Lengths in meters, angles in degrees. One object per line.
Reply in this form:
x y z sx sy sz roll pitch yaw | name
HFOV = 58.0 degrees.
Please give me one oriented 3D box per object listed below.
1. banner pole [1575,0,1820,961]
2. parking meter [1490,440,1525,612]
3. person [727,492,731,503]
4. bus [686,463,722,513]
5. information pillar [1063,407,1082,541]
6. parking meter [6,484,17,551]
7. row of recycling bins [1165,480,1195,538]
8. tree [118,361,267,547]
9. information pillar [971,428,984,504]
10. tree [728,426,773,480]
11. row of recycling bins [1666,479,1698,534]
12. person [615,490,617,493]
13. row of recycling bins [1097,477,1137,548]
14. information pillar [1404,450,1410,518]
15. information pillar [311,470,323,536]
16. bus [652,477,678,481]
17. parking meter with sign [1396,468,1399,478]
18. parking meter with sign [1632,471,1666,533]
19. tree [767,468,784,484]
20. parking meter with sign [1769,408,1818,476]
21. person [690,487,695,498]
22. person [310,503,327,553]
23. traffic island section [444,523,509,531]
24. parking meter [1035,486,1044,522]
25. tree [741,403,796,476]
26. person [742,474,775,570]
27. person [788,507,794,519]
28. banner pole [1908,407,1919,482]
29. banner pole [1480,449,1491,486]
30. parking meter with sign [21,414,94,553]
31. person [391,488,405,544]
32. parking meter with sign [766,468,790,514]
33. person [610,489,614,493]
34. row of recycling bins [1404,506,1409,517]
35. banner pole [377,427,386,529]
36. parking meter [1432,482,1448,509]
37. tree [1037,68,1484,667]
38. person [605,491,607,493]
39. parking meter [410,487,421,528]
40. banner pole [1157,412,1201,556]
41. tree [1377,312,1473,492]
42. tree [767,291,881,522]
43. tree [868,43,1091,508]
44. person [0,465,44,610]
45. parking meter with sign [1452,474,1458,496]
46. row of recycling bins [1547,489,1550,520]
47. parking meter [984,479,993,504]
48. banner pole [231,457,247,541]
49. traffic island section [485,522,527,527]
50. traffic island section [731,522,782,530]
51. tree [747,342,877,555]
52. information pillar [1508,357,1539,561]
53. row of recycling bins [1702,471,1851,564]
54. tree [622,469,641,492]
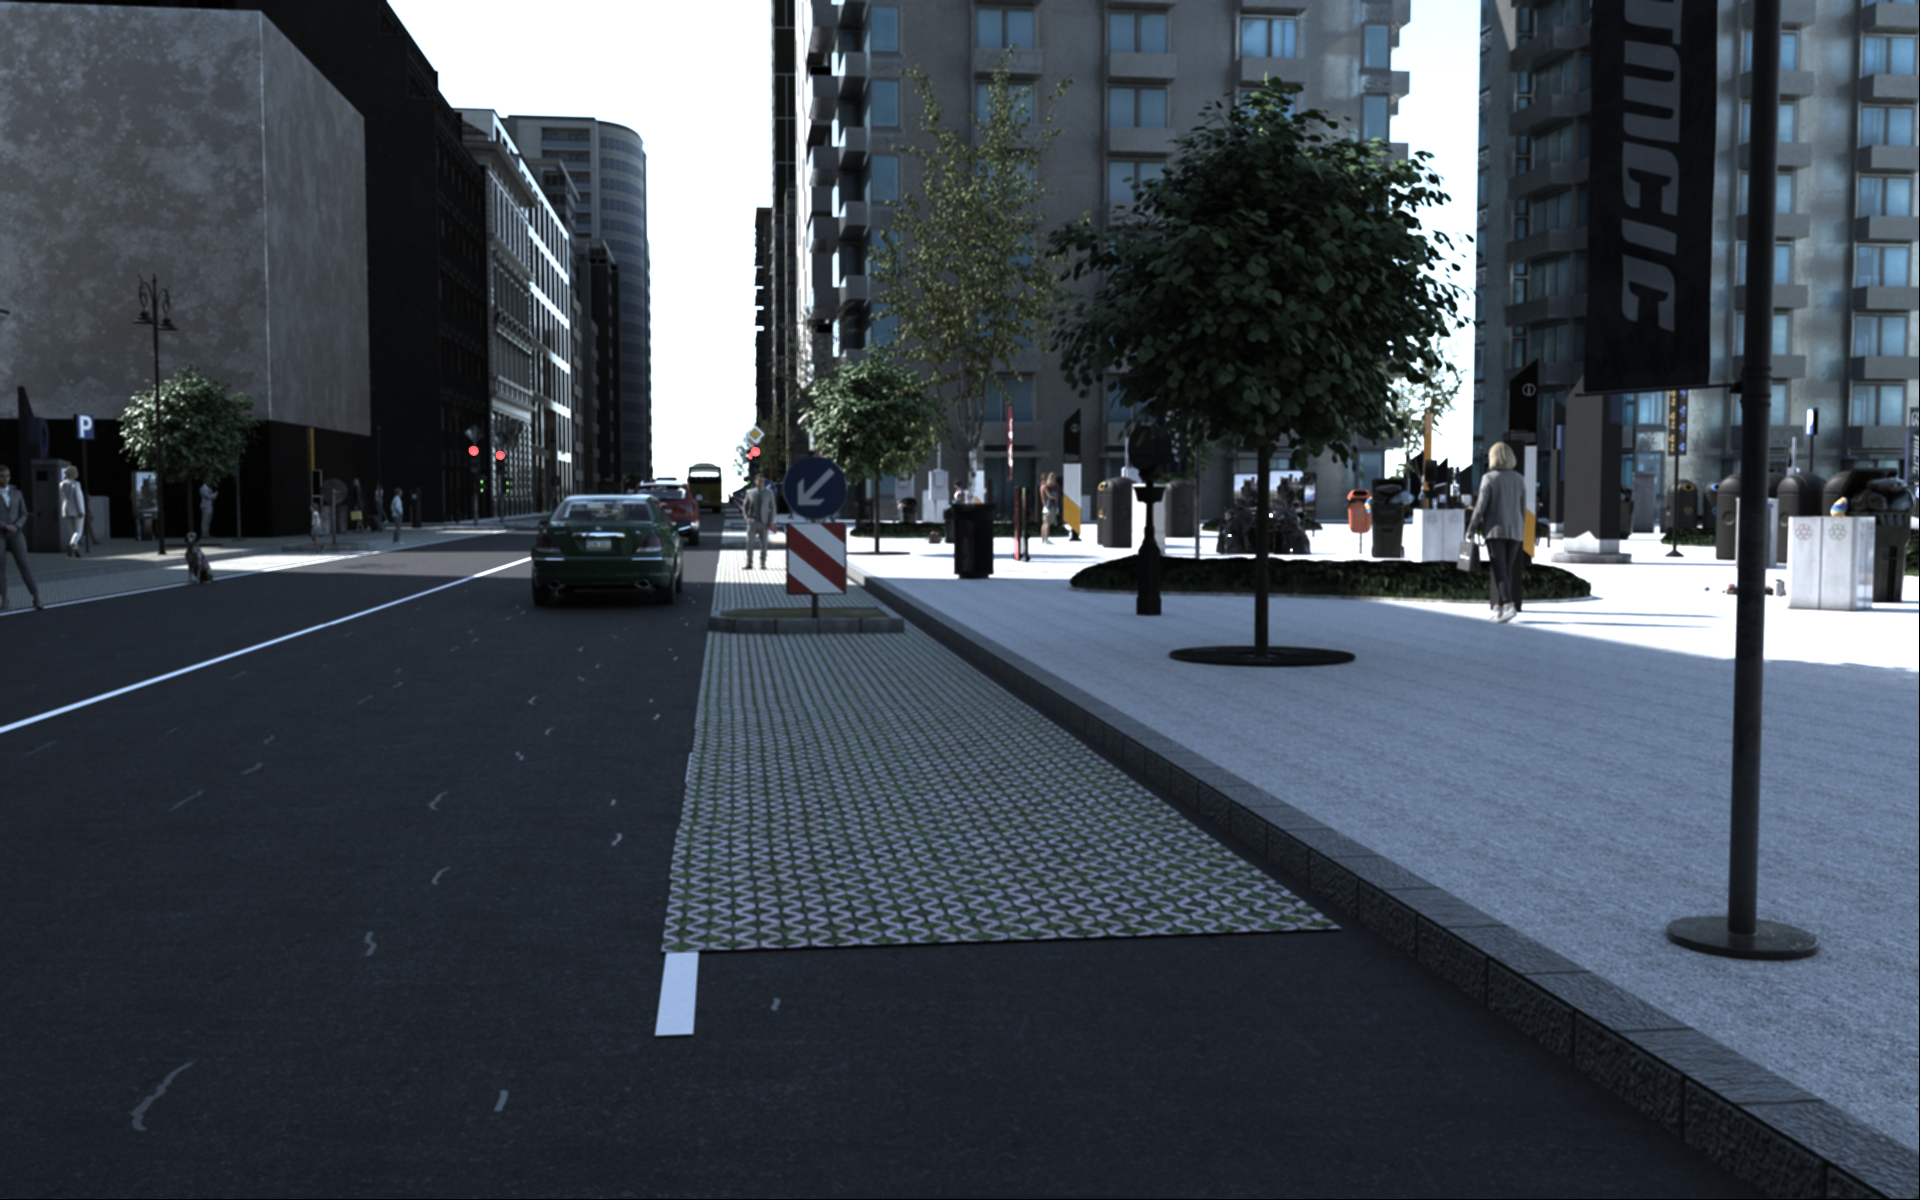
2.131 -0.919 5.045 0.401 3.779 0.863 -2 4 -27 | banner pole
5.987 -0.810 18.950 0.255 1.863 0.399 0 3 0 | parking meter
-36.671 -16.298 274.904 0.705 1.831 1.348 -3 4 -37 | person
-19.985 -8.811 135.602 2.896 3.916 12.252 -1 4 -9 | bus
3.060 -3.404 47.010 0.504 3.616 0.183 2 4 23 | information pillar
-21.325 -1.859 38.809 0.372 1.533 0.369 0 3 0 | parking meter
6.656 -2.767 52.347 1.069 1.692 3.534 1 4 12 | row of recycling bins
-18.974 -3.616 42.843 4.285 4.588 4.351 0 3 0 | tree
0.639 -4.256 60.946 0.504 3.616 0.183 -2 4 -30 | information pillar
-28.470 -18.617 238.791 7.601 10.594 8.767 0 4 -6 | tree
21.479 -2.505 48.067 3.534 1.692 1.069 2 4 29 | row of recycling bins
-37.334 -11.103 188.266 1.217 1.739 0.721 2 4 25 | person
3.938 -2.181 42.765 1.069 1.692 3.534 0 4 2 | row of recycling bins
23.542 -6.102 91.120 0.183 3.616 0.504 0 4 -6 | information pillar
-19.461 -2.931 52.420 0.304 2.012 0.304 -1 4 -18 | information pillar
-30.364 -11.242 178.672 2.948 3.499 13.247 -1 4 -8 | bus
30.035 -7.310 115.773 1.738 3.016 0.543 2 4 30 | parking meter with sign
22.535 -3.714 56.985 1.738 3.016 0.543 2 4 31 | parking meter with sign
-13.837 -8.202 128.701 1.663 3.219 1.824 0 3 0 | tree
16.468 -2.392 35.362 1.738 3.016 0.543 1 4 13 | parking meter with sign
-15.495 -5.596 99.970 0.573 1.828 0.580 0 4 -8 | person
-15.487 -1.730 41.800 0.382 1.210 0.505 -1 4 -16 | person
-19.172 -2.829 68.535 2.009 0.180 2.903 0 4 -8 | traffic island section
2.632 -2.937 56.438 0.372 1.533 0.369 0 3 0 | parking meter
-15.377 -11.590 139.865 4.737 8.622 4.395 0 3 0 | tree
-3.814 -1.480 32.800 0.635 1.810 0.391 0 4 -5 | person
-8.684 -5.103 89.480 0.555 1.821 0.388 0 4 0 | person
24.485 -3.305 44.049 0.863 3.779 0.401 0 4 -6 | banner pole
29.153 -6.491 96.152 0.863 3.779 0.401 2 4 30 | banner pole
-19.901 -2.550 37.958 1.738 3.016 0.543 1 4 10 | parking meter with sign
-15.953 -2.376 49.156 0.330 1.601 0.589 -2 4 -24 | person
-11.899 -7.208 114.112 1.738 3.016 0.543 0 4 -1 | parking meter with sign
-36.424 -10.694 180.970 0.705 1.814 1.350 2 4 26 | person
24.311 -5.592 98.539 1.069 1.692 3.534 -1 4 -21 | row of recycling bins
-21.495 -4.535 64.167 0.401 3.779 0.863 -1 4 -22 | banner pole
10.467 -1.805 37.915 0.372 1.533 0.369 0 3 0 | parking meter
2.433 -1.815 13.391 4.285 4.588 4.351 0 3 0 | tree
-35.659 -10.212 174.481 0.415 1.643 0.593 -3 4 -36 | person
-20.508 -3.478 65.272 0.372 1.533 0.369 0 3 0 | parking meter
3.332 -2.196 25.919 0.863 3.779 0.401 0 4 2 | banner pole
18.108 -7.214 68.318 4.737 8.622 4.395 0 3 0 | tree
-4.892 -6.940 63.837 4.360 8.622 3.978 0 3 0 | tree
0.195 -4.818 29.130 4.737 8.622 4.395 0 3 0 | tree
-11.696 -0.770 21.372 0.573 1.790 0.520 2 4 27 | person
42.643 -9.313 148.527 0.543 3.016 1.738 3 5 45 | parking meter with sign
29.696 -4.755 84.863 1.069 1.692 3.534 0 4 -1 | row of recycling bins
1.089 -3.850 68.666 0.255 1.863 0.399 -3 4 -37 | parking meter
-19.938 -3.527 47.687 0.401 3.779 0.863 -2 4 -33 | banner pole
-20.230 -3.313 76.450 2.009 0.180 2.903 0 4 -8 | traffic island section
-8.227 -2.918 69.987 2.009 0.180 2.903 0 4 -8 | traffic island section
-1.860 -3.254 36.914 4.285 4.588 4.351 0 3 0 | tree
9.686 -2.351 29.799 0.504 3.616 0.183 1 4 17 | information pillar
15.522 -1.547 32.403 1.069 1.692 3.534 -1 4 -16 | row of recycling bins
-42.087 -14.466 220.228 4.285 4.588 4.351 0 3 0 | tree
